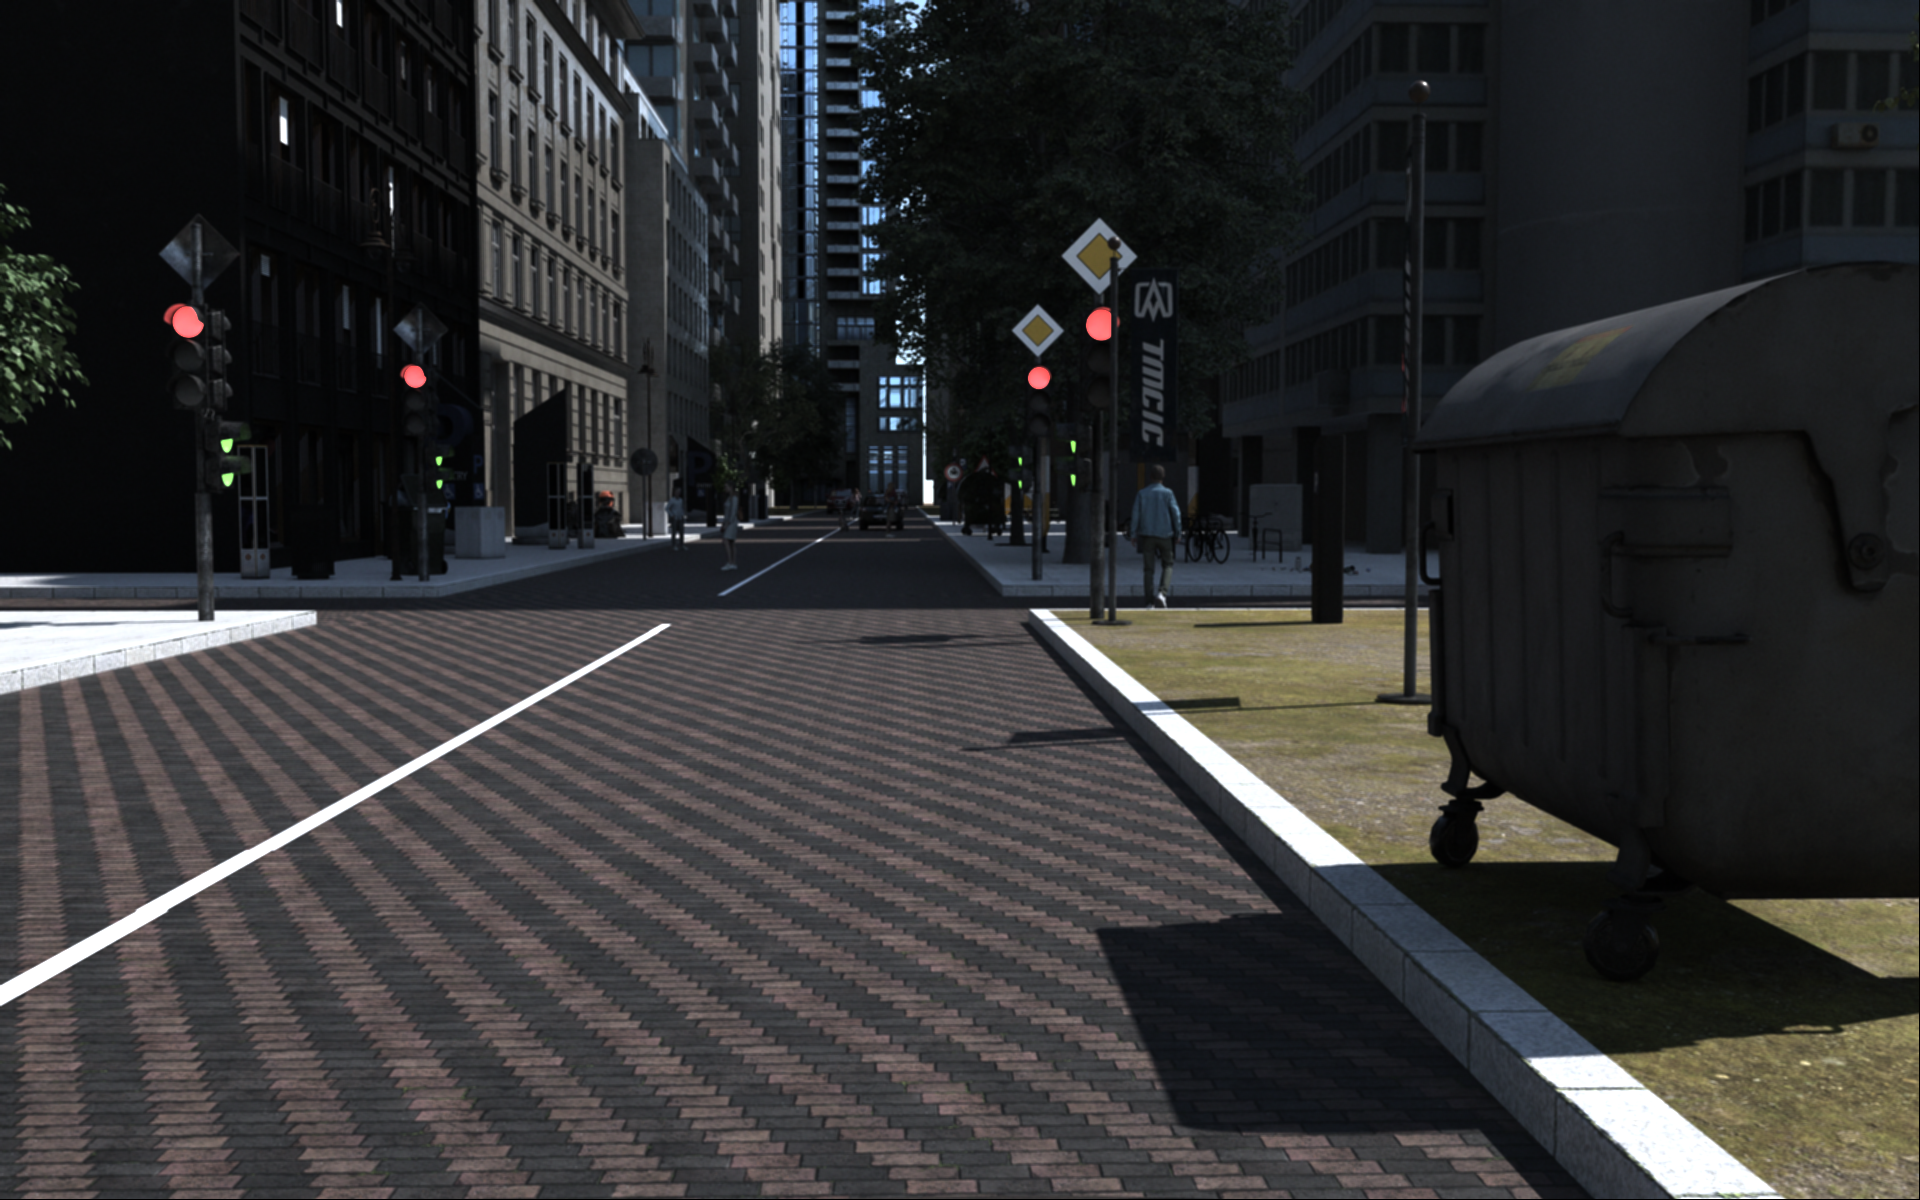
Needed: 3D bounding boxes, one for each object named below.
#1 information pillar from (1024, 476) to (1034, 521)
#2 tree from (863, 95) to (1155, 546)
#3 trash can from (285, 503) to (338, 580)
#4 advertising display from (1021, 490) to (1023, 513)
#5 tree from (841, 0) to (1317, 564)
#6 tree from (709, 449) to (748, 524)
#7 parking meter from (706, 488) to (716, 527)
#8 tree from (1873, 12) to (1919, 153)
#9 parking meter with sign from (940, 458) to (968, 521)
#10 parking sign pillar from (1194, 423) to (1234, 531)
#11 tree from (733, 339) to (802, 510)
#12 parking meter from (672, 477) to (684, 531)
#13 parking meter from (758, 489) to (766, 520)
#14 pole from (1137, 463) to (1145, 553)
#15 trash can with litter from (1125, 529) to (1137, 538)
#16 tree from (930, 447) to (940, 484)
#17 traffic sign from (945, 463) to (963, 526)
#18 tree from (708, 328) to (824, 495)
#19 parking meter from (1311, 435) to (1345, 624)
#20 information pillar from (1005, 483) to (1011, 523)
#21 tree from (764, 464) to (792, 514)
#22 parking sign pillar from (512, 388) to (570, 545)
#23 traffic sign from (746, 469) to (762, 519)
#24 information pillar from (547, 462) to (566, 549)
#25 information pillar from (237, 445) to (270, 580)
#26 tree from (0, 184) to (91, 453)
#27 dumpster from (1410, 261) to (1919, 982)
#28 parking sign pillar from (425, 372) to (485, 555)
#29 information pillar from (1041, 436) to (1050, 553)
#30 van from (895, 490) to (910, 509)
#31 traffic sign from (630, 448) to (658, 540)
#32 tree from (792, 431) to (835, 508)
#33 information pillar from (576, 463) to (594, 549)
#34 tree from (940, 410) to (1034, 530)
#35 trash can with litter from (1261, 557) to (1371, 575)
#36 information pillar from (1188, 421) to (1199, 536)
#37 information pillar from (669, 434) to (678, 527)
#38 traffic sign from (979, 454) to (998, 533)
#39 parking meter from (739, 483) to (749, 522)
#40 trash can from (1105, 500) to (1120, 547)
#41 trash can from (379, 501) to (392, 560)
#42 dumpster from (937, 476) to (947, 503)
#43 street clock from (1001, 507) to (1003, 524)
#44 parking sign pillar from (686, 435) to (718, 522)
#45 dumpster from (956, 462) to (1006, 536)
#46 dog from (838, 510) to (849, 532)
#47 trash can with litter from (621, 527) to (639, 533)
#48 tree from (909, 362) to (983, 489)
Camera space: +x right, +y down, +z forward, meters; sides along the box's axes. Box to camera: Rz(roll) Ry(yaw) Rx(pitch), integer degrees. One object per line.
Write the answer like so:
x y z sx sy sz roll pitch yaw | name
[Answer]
3.293 -5.583 82.632 0.504 3.616 0.183 -1 4 -8 | information pillar
1.465 -7.160 42.828 9.928 11.665 9.643 0 3 0 | tree
-9.757 -0.883 26.098 0.748 1.137 0.748 0 3 0 | trash can
1.957 -3.196 57.464 0.123 1.923 0.974 1 4 12 | advertising display
2.251 -7.635 31.482 9.857 13.997 8.962 0 3 0 | tree
-10.109 -4.879 74.369 1.663 3.219 1.824 0 3 0 | tree
-9.681 -3.609 67.419 0.372 1.533 0.369 0 3 0 | parking meter
10.107 -3.903 14.183 4.737 8.622 4.395 0 3 0 | tree
-0.333 -5.356 83.836 0.543 3.016 1.738 2 4 34 | parking meter with sign
9.001 -4.455 61.305 1.447 3.967 1.447 2 4 29 | parking sign pillar
-13.479 -14.214 139.056 9.857 13.997 8.962 0 3 0 | tree
-9.714 -3.299 59.642 0.399 1.863 0.255 -1 4 -9 | parking meter
-9.951 -4.802 86.928 0.372 1.533 0.369 0 3 0 | parking meter
3.906 -2.663 37.379 0.158 3.312 0.155 0 3 0 | pole
5.282 -2.407 50.735 1.055 1.170 0.624 3 5 40 | trash can with litter
-0.206 -7.415 104.948 4.285 4.588 4.351 0 3 0 | tree
-0.247 -4.311 70.594 0.768 2.556 0.104 0 4 -1 | traffic sign
-11.699 -9.905 96.358 8.767 10.594 7.601 0 4 -2 | tree
3.675 -0.708 17.292 0.255 1.863 0.399 0 4 1 | parking meter
2.108 -5.301 78.027 0.504 3.616 0.183 0 4 -3 | information pillar
-11.672 -7.202 112.351 1.663 3.219 1.824 0 3 0 | tree
-10.660 -3.393 43.942 1.447 3.967 1.447 -1 4 -20 | parking sign pillar
-10.669 -5.465 89.356 0.884 2.594 0.081 0 4 6 | traffic sign
-9.376 -2.188 40.265 0.304 2.012 0.304 1 4 18 | information pillar
-10.634 -1.321 26.085 0.304 2.012 0.304 1 4 19 | information pillar
-9.252 -1.891 14.632 4.285 4.588 4.351 0 3 0 | tree
2.229 0.033 5.217 1.264 1.857 1.865 0 4 -2 | dumpster
-10.903 -2.987 37.312 1.447 3.967 1.447 1 4 23 | parking sign pillar
1.850 -2.837 37.735 0.183 3.616 0.504 -1 4 -12 | information pillar
-5.837 -9.722 165.969 2.013 2.044 4.112 0 4 -1 | van
-8.756 -2.930 48.011 0.768 2.556 0.104 0 4 1 | traffic sign
-13.407 -12.672 157.553 4.360 8.622 3.978 0 3 0 | tree
-8.802 -2.215 40.708 0.304 2.012 0.304 -2 4 -34 | information pillar
1.562 -4.775 61.792 4.285 4.588 4.351 0 3 0 | tree
5.952 -1.063 28.439 1.678 1.210 2.233 0 4 -2 | trash can with litter
6.961 -3.694 51.749 0.183 3.616 0.504 -1 4 -23 | information pillar
-11.116 -4.643 67.274 0.183 3.616 0.504 -3 5 -44 | information pillar
0.795 -3.461 56.586 0.884 2.594 0.081 0 4 -1 | traffic sign
-9.784 -4.460 78.630 0.399 1.863 0.255 -2 4 -33 | parking meter
3.485 -1.844 41.797 0.748 1.137 0.748 0 3 0 | trash can
-11.033 -1.370 34.060 0.748 1.137 0.748 0 3 0 | trash can
-0.366 -5.171 87.034 1.502 2.255 1.985 0 4 -2 | dumpster
1.728 -4.214 73.462 0.358 2.002 0.471 0 4 -7 | street clock
-11.794 -5.537 79.010 1.447 3.967 1.447 0 4 1 | parking sign pillar
0.663 -3.165 54.249 1.502 2.255 1.985 0 4 -2 | dumpster
-4.531 -3.040 66.539 0.513 0.831 0.800 1 4 11 | dog
-11.650 -2.873 58.028 1.678 1.210 2.233 -1 4 -13 | trash can with litter
-0.393 -8.866 95.320 4.737 8.622 4.395 0 3 0 | tree
